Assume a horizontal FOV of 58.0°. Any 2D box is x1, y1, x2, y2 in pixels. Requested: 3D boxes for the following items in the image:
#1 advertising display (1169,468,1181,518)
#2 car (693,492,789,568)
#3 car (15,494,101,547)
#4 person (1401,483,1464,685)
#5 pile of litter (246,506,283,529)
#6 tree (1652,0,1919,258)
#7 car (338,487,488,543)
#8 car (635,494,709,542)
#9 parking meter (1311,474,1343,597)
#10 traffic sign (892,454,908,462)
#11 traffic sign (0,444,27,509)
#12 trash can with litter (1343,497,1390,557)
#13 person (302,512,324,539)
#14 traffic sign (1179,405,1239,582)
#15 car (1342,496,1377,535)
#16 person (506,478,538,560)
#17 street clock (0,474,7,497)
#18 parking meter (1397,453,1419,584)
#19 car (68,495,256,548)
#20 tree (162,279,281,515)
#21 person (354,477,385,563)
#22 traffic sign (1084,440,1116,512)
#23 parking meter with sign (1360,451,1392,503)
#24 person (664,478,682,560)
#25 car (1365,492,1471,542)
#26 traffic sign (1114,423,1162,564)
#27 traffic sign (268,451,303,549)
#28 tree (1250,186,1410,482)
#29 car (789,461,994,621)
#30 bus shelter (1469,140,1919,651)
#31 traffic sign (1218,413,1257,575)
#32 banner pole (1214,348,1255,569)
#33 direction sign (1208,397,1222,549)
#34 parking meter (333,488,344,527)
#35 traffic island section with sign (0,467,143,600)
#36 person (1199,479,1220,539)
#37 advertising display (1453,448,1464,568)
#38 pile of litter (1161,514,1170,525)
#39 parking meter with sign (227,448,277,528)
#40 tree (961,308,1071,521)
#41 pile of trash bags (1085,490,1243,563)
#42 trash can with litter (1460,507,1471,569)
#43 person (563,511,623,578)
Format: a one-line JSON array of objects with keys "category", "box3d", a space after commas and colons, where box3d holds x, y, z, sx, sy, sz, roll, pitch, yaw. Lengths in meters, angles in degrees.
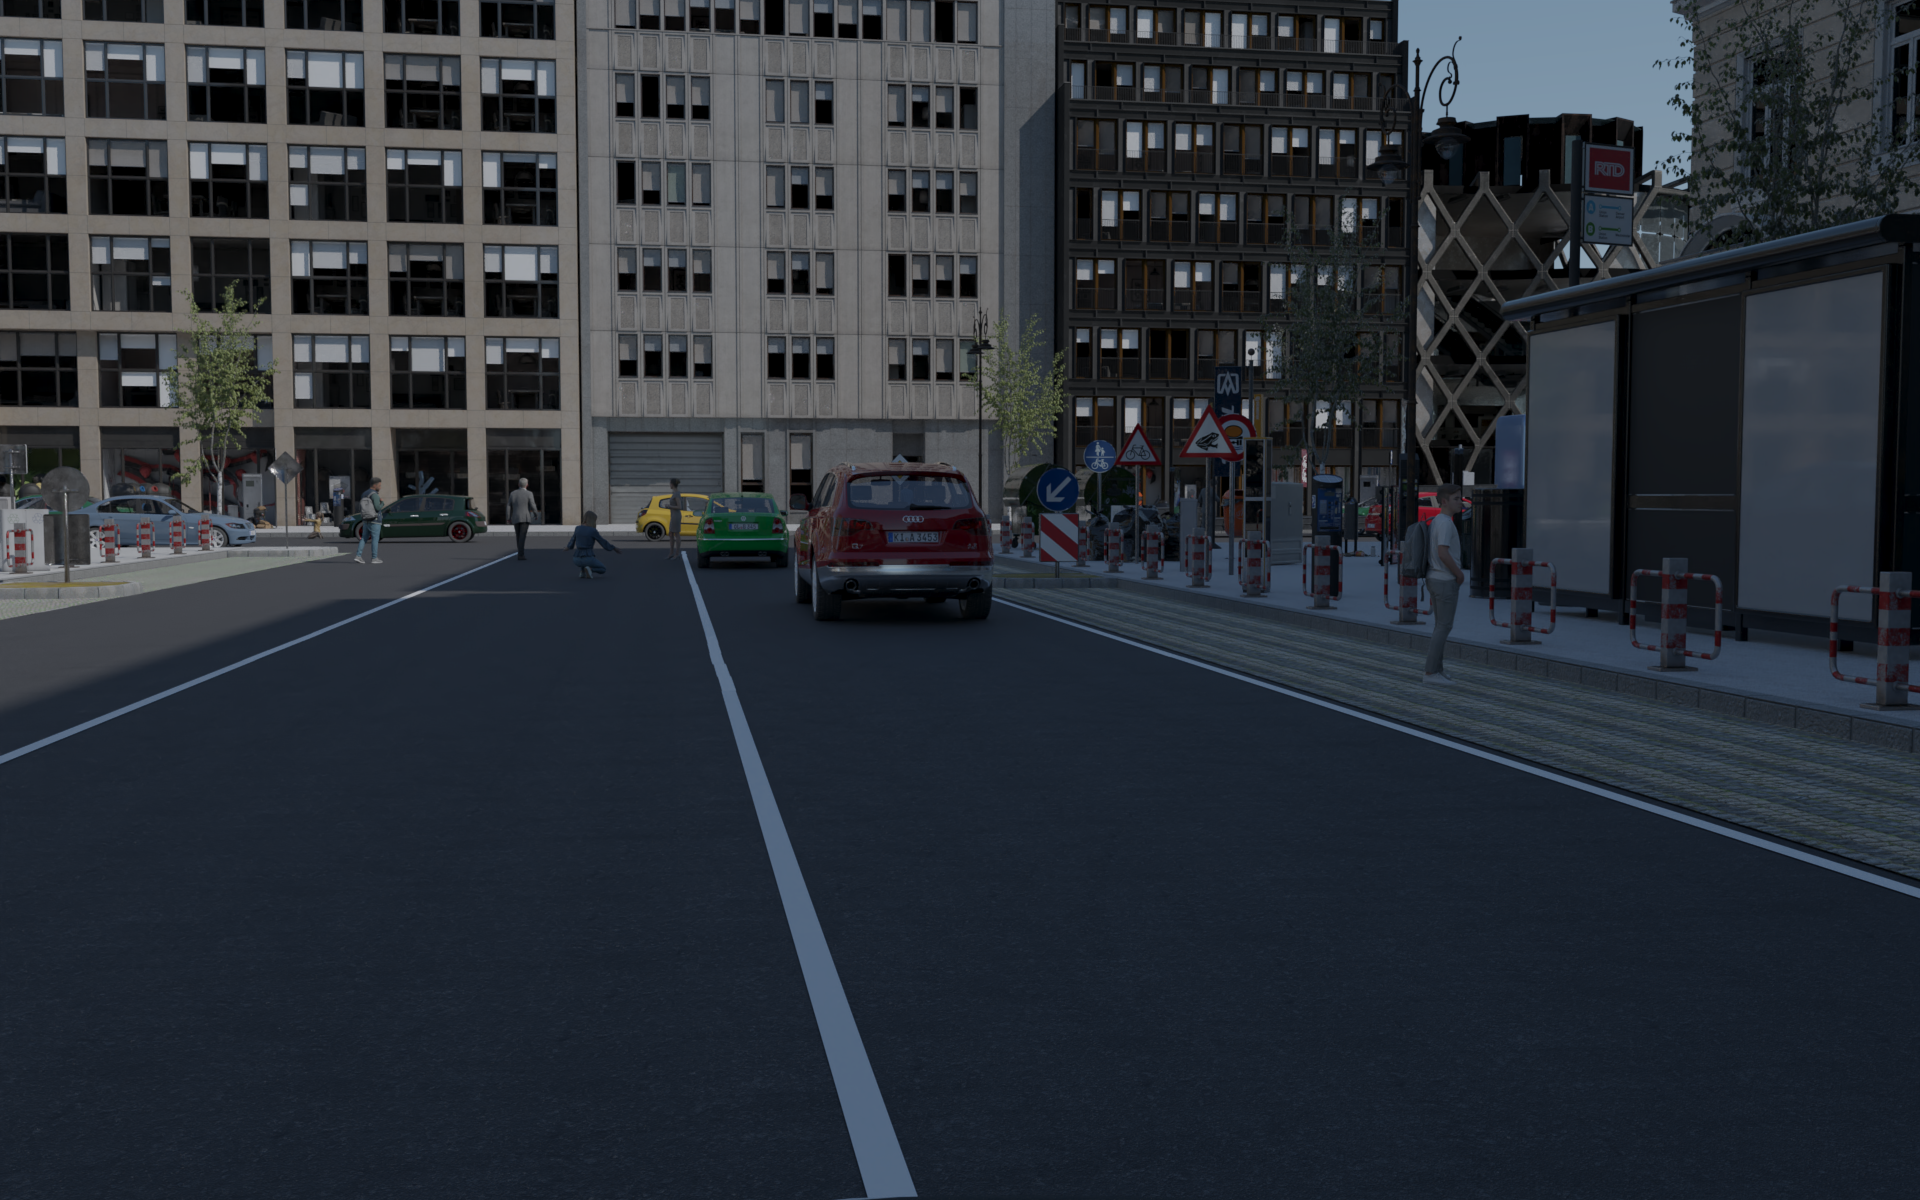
[{"category": "advertising display", "box3d": [5.275, -2.280, 42.495, 0.123, 1.923, 0.974, 1, 4, 16]}, {"category": "car", "box3d": [-4.428, -1.606, 35.056, 1.959, 1.807, 4.718, -1, 4, -8]}, {"category": "car", "box3d": [-24.630, -2.125, 46.539, 4.920, 1.459, 2.131, -1, 4, -8]}, {"category": "person", "box3d": [3.615, -0.117, 13.014, 0.523, 1.515, 0.503, -2, 4, -29]}, {"category": "pile of litter", "box3d": [-25.966, -3.062, 64.025, 1.719, 0.858, 1.176, 1, 4, 18]}, {"category": "tree", "box3d": [10.571, -4.367, 21.756, 4.360, 8.622, 3.978, 0, 3, 0]}, {"category": "car", "box3d": [-16.163, -2.535, 51.229, 4.222, 1.686, 2.009, -1, 4, -11]}, {"category": "car", "box3d": [-7.924, -2.619, 53.037, 3.980, 1.641, 2.015, 0, 4, -8]}, {"category": "parking meter", "box3d": [4.558, -0.801, 21.509, 0.372, 1.533, 0.369, 0, 3, 0]}, {"category": "traffic sign", "box3d": [-1.494, -2.407, 42.989, 0.795, 2.450, 0.064, -1, 4, -10]}, {"category": "traffic sign", "box3d": [-19.547, -2.055, 35.729, 0.606, 2.300, 0.079, 0, 4, 0]}, {"category": "trash can with litter", "box3d": [8.108, -1.534, 36.136, 1.678, 1.210, 2.233, -1, 4, -10]}, {"category": "person", "box3d": [-20.713, -2.386, 55.441, 0.695, 0.859, 0.347, 0, 4, 4]}, {"category": "traffic sign", "box3d": [3.616, -1.545, 25.266, 0.884, 2.594, 0.081, 0, 4, -5]}, {"category": "car", "box3d": [15.168, -3.040, 61.495, 4.920, 1.459, 2.131, -1, 4, -9]}, {"category": "person", "box3d": [-9.528, -1.767, 37.780, 0.661, 1.777, 0.834, 0, 4, 2]}, {"category": "street clock", "box3d": [-34.639, -3.540, 62.455, 0.358, 2.002, 0.471, 3, 5, 44]}, {"category": "parking meter", "box3d": [6.380, -1.158, 24.645, 0.255, 1.863, 0.399, 1, 4, 10]}, {"category": "car", "box3d": [-20.154, -1.935, 43.640, 4.499, 1.417, 2.014, -1, 4, -8]}, {"category": "tree", "box3d": [-25.680, -6.700, 59.909, 4.737, 8.622, 4.395, 0, 3, 0]}, {"category": "person", "box3d": [-12.196, -1.655, 35.909, 0.623, 1.781, 0.721, 2, 4, 24]}, {"category": "traffic sign", "box3d": [3.292, -2.495, 40.904, 0.768, 2.556, 0.104, 0, 4, -4]}, {"category": "parking meter with sign", "box3d": [16.444, -4.489, 69.657, 1.738, 3.016, 0.543, 1, 4, 18]}, {"category": "person", "box3d": [-6.222, -1.756, 37.559, 0.374, 1.781, 0.599, -1, 4, -16]}, {"category": "car", "box3d": [14.163, -2.552, 50.768, 4.494, 1.783, 2.155, 0, 4, -8]}, {"category": "traffic sign", "box3d": [3.248, -1.940, 31.729, 0.884, 2.594, 0.081, 0, 4, -5]}, {"category": "traffic sign", "box3d": [-15.787, -2.259, 40.582, 0.795, 2.450, 0.064, -1, 4, -10]}, {"category": "tree", "box3d": [8.947, -5.632, 42.442, 4.360, 8.622, 3.978, 0, 3, 0]}, {"category": "car", "box3d": [-0.912, -0.770, 21.268, 2.281, 1.827, 5.304, -1, 4, -9]}, {"category": "bus shelter", "box3d": [7.172, -2.432, 17.389, 2.179, 5.291, 8.768, -1, 4, -10]}, {"category": "traffic sign", "box3d": [4.299, -1.668, 27.376, 0.768, 2.556, 0.104, 0, 4, -7]}, {"category": "banner pole", "box3d": [4.776, -2.439, 29.887, 0.863, 3.779, 0.401, 1, 4, 15]}, {"category": "direction sign", "box3d": [5.947, -2.969, 40.534, 0.379, 3.537, 0.876, -1, 4, -11]}, {"category": "parking meter", "box3d": [-24.146, -3.601, 67.286, 0.372, 1.533, 0.369, 0, 3, 0]}, {"category": "traffic island section with sign", "box3d": [-12.709, -0.962, 24.357, 1.989, 1.847, 2.006, -1, 4, -10]}, {"category": "person", "box3d": [6.834, -2.396, 47.479, 0.655, 1.846, 0.447, 3, 5, 44]}, {"category": "advertising display", "box3d": [7.117, -1.197, 24.783, 0.123, 1.923, 0.974, 1, 4, 15]}, {"category": "pile of litter", "box3d": [3.991, -1.368, 36.339, 1.176, 0.858, 1.719, 3, 5, 43]}, {"category": "parking meter with sign", "box3d": [-26.817, -4.241, 65.603, 1.738, 3.016, 0.543, -1, 4, -20]}, {"category": "tree", "box3d": [2.230, -7.282, 69.420, 4.737, 8.622, 4.395, 0, 3, 0]}, {"category": "pile of trash bags", "box3d": [4.096, -1.459, 33.599, 3.447, 1.369, 1.912, -1, 4, -19]}, {"category": "trash can with litter", "box3d": [8.505, -1.095, 29.294, 1.055, 1.170, 0.624, -1, 4, -12]}, {"category": "person", "box3d": [-6.416, -0.960, 29.693, 1.012, 1.151, 0.738, 1, 4, 18]}]
